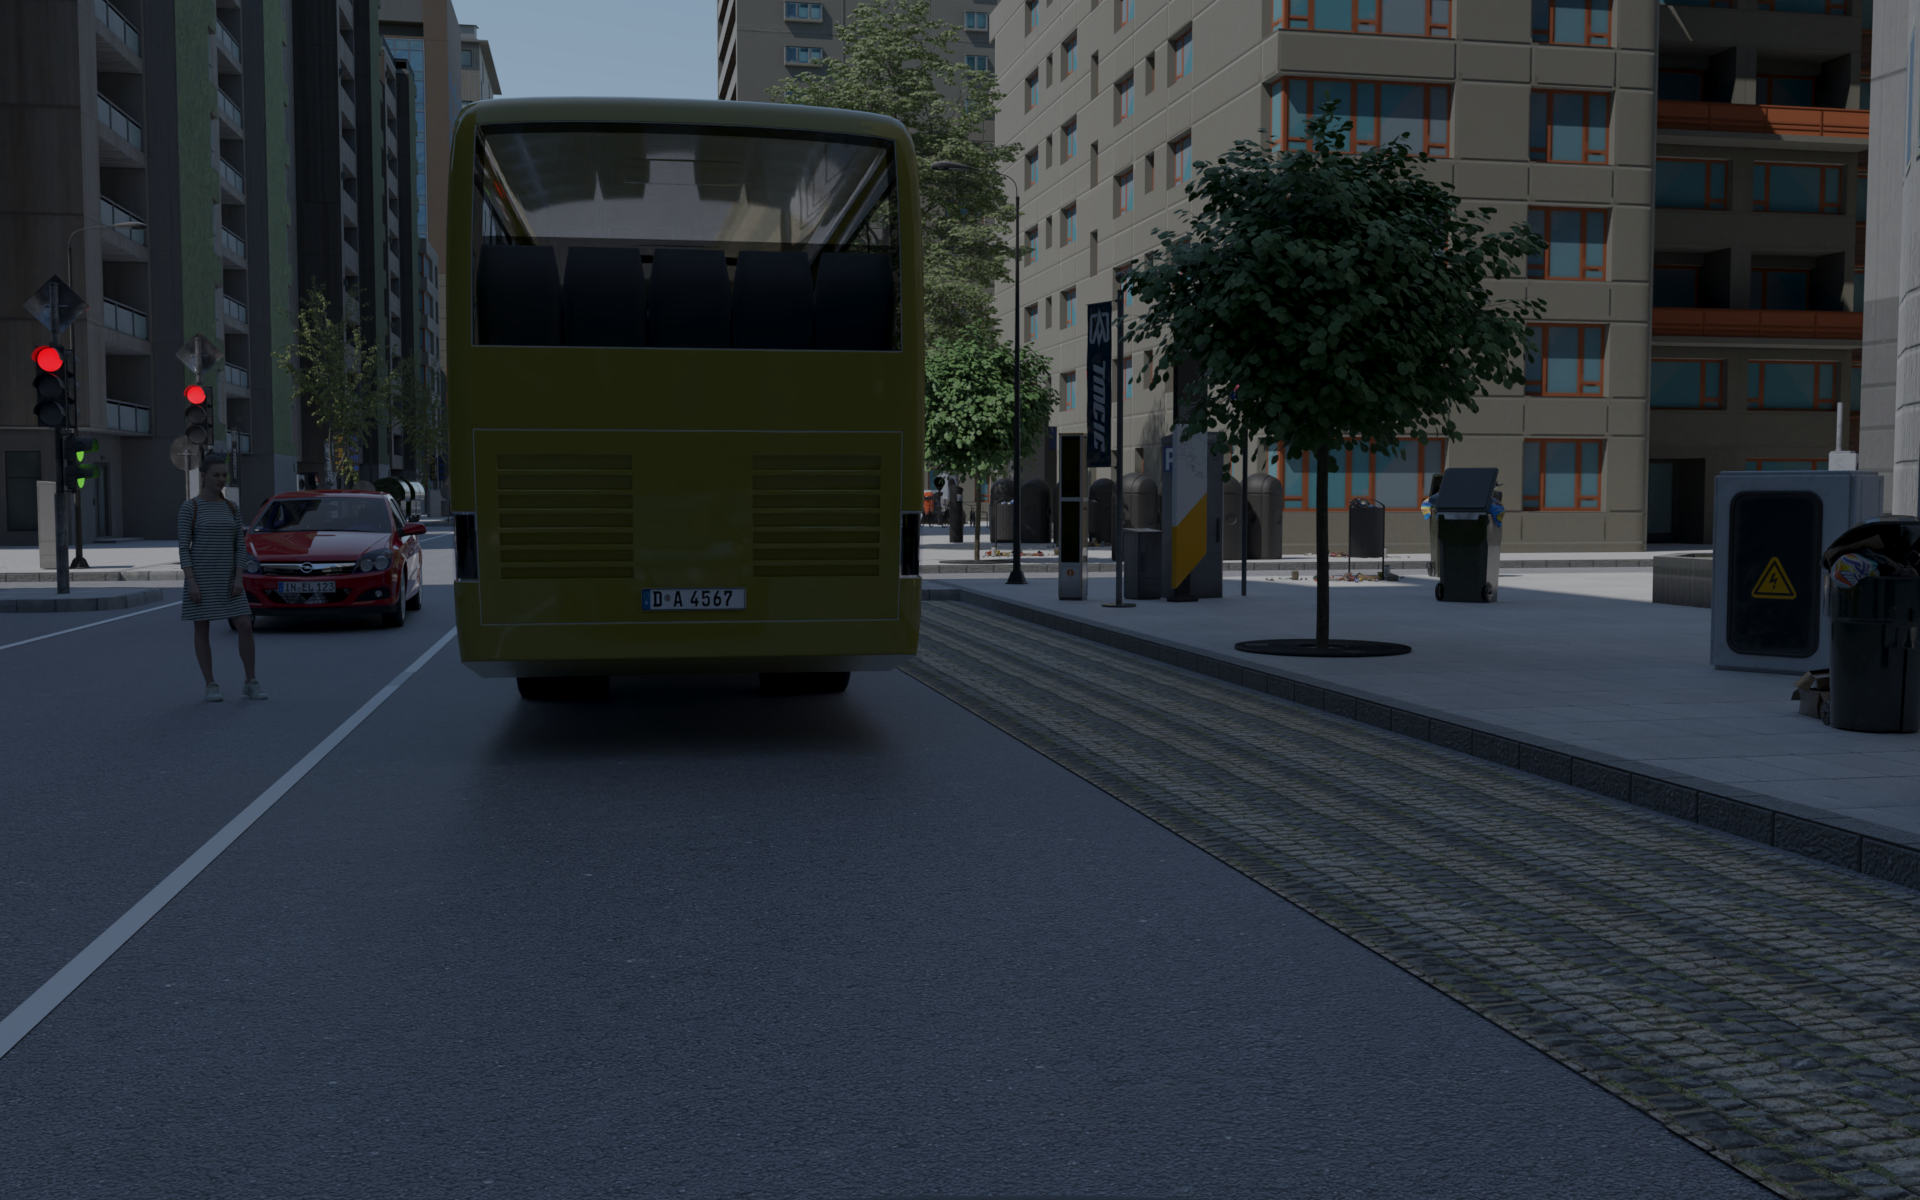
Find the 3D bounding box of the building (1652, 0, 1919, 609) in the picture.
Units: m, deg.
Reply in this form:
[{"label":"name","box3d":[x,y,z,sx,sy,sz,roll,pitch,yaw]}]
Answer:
[{"label":"building","box3d":[19.804,-28.612,9.813,21.231,58.520,28.212,-1,4,-12]}]

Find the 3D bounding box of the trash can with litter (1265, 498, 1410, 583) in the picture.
[{"label":"trash can with litter","box3d":[5.649,-0.904,25.830,2.233,1.210,1.678,0,4,1]}]

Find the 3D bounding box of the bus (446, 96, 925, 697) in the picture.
[{"label":"bus","box3d":[-2.465,-1.444,15.162,2.896,3.916,12.252,-1,4,-10]}]

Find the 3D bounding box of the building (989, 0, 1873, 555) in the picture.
[{"label":"building","box3d":[17.983,-12.673,52.240,28.899,21.520,27.650,-1,4,-12]}]

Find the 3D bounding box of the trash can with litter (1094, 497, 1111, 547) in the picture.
[{"label":"trash can with litter","box3d":[2.853,-1.911,42.294,2.233,1.210,1.678,-3,4,-38]}]

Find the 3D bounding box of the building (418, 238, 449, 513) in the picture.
[{"label":"building","box3d":[-52.396,-17.339,128.531,27.650,21.520,28.899,-1,4,-12]}]

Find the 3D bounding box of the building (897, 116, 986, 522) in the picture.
[{"label":"building","box3d":[4.672,-15.339,95.832,27.650,21.520,28.899,-1,4,-12]}]

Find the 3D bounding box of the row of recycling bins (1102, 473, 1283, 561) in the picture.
[{"label":"row of recycling bins","box3d":[4.657,-1.622,33.632,3.534,1.692,1.069,-1,4,-19]}]

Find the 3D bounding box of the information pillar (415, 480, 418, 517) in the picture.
[{"label":"information pillar","box3d":[-29.236,-5.421,93.123,0.304,2.012,0.304,1,4,18]}]

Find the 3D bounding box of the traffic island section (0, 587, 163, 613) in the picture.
[{"label":"traffic island section","box3d":[-11.580,-0.003,22.335,2.009,0.180,2.903,-1,4,-12]}]

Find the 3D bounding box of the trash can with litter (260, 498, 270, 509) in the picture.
[{"label":"trash can with litter","box3d":[-20.369,-2.413,50.844,0.624,1.170,1.055,-3,5,-43]}]

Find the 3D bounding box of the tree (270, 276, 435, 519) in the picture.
[{"label":"tree","box3d":[-21.277,-6.671,59.427,4.737,8.622,4.395,0,3,0]}]

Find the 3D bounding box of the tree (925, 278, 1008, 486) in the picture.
[{"label":"tree","box3d":[-0.039,-6.557,57.562,4.737,8.622,4.395,0,3,0]}]

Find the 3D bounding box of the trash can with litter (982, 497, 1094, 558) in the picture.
[{"label":"trash can with litter","box3d":[1.393,-1.516,35.839,2.233,1.210,1.678,-1,4,-14]}]

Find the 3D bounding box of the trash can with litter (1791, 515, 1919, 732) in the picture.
[{"label":"trash can with litter","box3d":[4.960,0.106,9.661,0.624,1.170,1.055,0,4,2]}]

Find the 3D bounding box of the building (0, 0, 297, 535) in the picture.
[{"label":"building","box3d":[-33.926,-23.327,64.994,14.154,41.232,14.086,-1,4,-12]}]

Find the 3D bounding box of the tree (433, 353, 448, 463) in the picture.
[{"label":"tree","box3d":[-27.393,-8.442,88.385,4.737,8.622,4.395,0,3,0]}]

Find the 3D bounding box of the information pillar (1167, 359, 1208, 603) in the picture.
[{"label":"information pillar","box3d":[2.721,-1.787,20.575,0.504,3.616,0.183,-2,4,-33]}]

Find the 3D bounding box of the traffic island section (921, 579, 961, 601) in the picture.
[{"label":"traffic island section","box3d":[-1.250,-0.132,24.434,2.009,0.180,2.903,-1,4,-12]}]

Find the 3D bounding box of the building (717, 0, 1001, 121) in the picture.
[{"label":"building","box3d":[-6.971,-31.073,131.747,21.300,48.544,21.600,-1,4,-12]}]

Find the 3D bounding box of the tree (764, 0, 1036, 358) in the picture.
[{"label":"tree","box3d":[-1.811,-7.448,39.902,7.486,12.596,7.792,0,3,0]}]

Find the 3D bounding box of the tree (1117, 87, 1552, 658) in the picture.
[{"label":"tree","box3d":[2.955,-1.866,14.231,4.285,4.588,4.351,0,3,0]}]

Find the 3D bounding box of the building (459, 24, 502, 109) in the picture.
[{"label":"building","box3d":[-67.393,-37.210,197.628,28.713,52.752,27.495,-1,4,-12]}]

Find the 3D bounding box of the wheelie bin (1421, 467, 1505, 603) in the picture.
[{"label":"wheelie bin","box3d":[6.067,-0.782,20.686,0.980,1.594,0.693,3,4,36]}]

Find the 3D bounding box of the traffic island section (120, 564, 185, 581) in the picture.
[{"label":"traffic island section","box3d":[-13.179,-0.482,30.159,2.009,0.180,2.903,-1,4,-12]}]

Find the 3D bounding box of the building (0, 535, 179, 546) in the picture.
[{"label":"building","box3d":[-27.915,-22.026,43.719,14.154,41.232,14.086,-1,4,-12]}]

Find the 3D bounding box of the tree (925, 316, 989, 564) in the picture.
[{"label":"tree","box3d":[0.259,-2.964,32.168,4.285,4.588,4.351,0,3,0]}]

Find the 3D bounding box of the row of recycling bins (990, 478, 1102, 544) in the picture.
[{"label":"row of recycling bins","box3d":[2.453,-2.331,45.223,3.534,1.692,1.069,1,4,20]}]

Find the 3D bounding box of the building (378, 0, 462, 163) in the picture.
[{"label":"building","box3d":[-50.653,-30.581,150.112,14.600,45.320,14.200,-1,4,-12]}]

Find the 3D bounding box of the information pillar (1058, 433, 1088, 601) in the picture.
[{"label":"information pillar","box3d":[1.371,-1.006,20.940,0.304,2.012,0.304,1,4,18]}]

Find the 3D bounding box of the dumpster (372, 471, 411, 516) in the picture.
[{"label":"dumpster","box3d":[-24.003,-4.304,72.856,1.502,2.255,1.985,-1,4,-11]}]

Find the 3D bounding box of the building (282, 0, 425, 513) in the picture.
[{"label":"building","box3d":[-41.839,-20.599,108.503,14.160,30.474,14.107,-1,4,-12]}]
